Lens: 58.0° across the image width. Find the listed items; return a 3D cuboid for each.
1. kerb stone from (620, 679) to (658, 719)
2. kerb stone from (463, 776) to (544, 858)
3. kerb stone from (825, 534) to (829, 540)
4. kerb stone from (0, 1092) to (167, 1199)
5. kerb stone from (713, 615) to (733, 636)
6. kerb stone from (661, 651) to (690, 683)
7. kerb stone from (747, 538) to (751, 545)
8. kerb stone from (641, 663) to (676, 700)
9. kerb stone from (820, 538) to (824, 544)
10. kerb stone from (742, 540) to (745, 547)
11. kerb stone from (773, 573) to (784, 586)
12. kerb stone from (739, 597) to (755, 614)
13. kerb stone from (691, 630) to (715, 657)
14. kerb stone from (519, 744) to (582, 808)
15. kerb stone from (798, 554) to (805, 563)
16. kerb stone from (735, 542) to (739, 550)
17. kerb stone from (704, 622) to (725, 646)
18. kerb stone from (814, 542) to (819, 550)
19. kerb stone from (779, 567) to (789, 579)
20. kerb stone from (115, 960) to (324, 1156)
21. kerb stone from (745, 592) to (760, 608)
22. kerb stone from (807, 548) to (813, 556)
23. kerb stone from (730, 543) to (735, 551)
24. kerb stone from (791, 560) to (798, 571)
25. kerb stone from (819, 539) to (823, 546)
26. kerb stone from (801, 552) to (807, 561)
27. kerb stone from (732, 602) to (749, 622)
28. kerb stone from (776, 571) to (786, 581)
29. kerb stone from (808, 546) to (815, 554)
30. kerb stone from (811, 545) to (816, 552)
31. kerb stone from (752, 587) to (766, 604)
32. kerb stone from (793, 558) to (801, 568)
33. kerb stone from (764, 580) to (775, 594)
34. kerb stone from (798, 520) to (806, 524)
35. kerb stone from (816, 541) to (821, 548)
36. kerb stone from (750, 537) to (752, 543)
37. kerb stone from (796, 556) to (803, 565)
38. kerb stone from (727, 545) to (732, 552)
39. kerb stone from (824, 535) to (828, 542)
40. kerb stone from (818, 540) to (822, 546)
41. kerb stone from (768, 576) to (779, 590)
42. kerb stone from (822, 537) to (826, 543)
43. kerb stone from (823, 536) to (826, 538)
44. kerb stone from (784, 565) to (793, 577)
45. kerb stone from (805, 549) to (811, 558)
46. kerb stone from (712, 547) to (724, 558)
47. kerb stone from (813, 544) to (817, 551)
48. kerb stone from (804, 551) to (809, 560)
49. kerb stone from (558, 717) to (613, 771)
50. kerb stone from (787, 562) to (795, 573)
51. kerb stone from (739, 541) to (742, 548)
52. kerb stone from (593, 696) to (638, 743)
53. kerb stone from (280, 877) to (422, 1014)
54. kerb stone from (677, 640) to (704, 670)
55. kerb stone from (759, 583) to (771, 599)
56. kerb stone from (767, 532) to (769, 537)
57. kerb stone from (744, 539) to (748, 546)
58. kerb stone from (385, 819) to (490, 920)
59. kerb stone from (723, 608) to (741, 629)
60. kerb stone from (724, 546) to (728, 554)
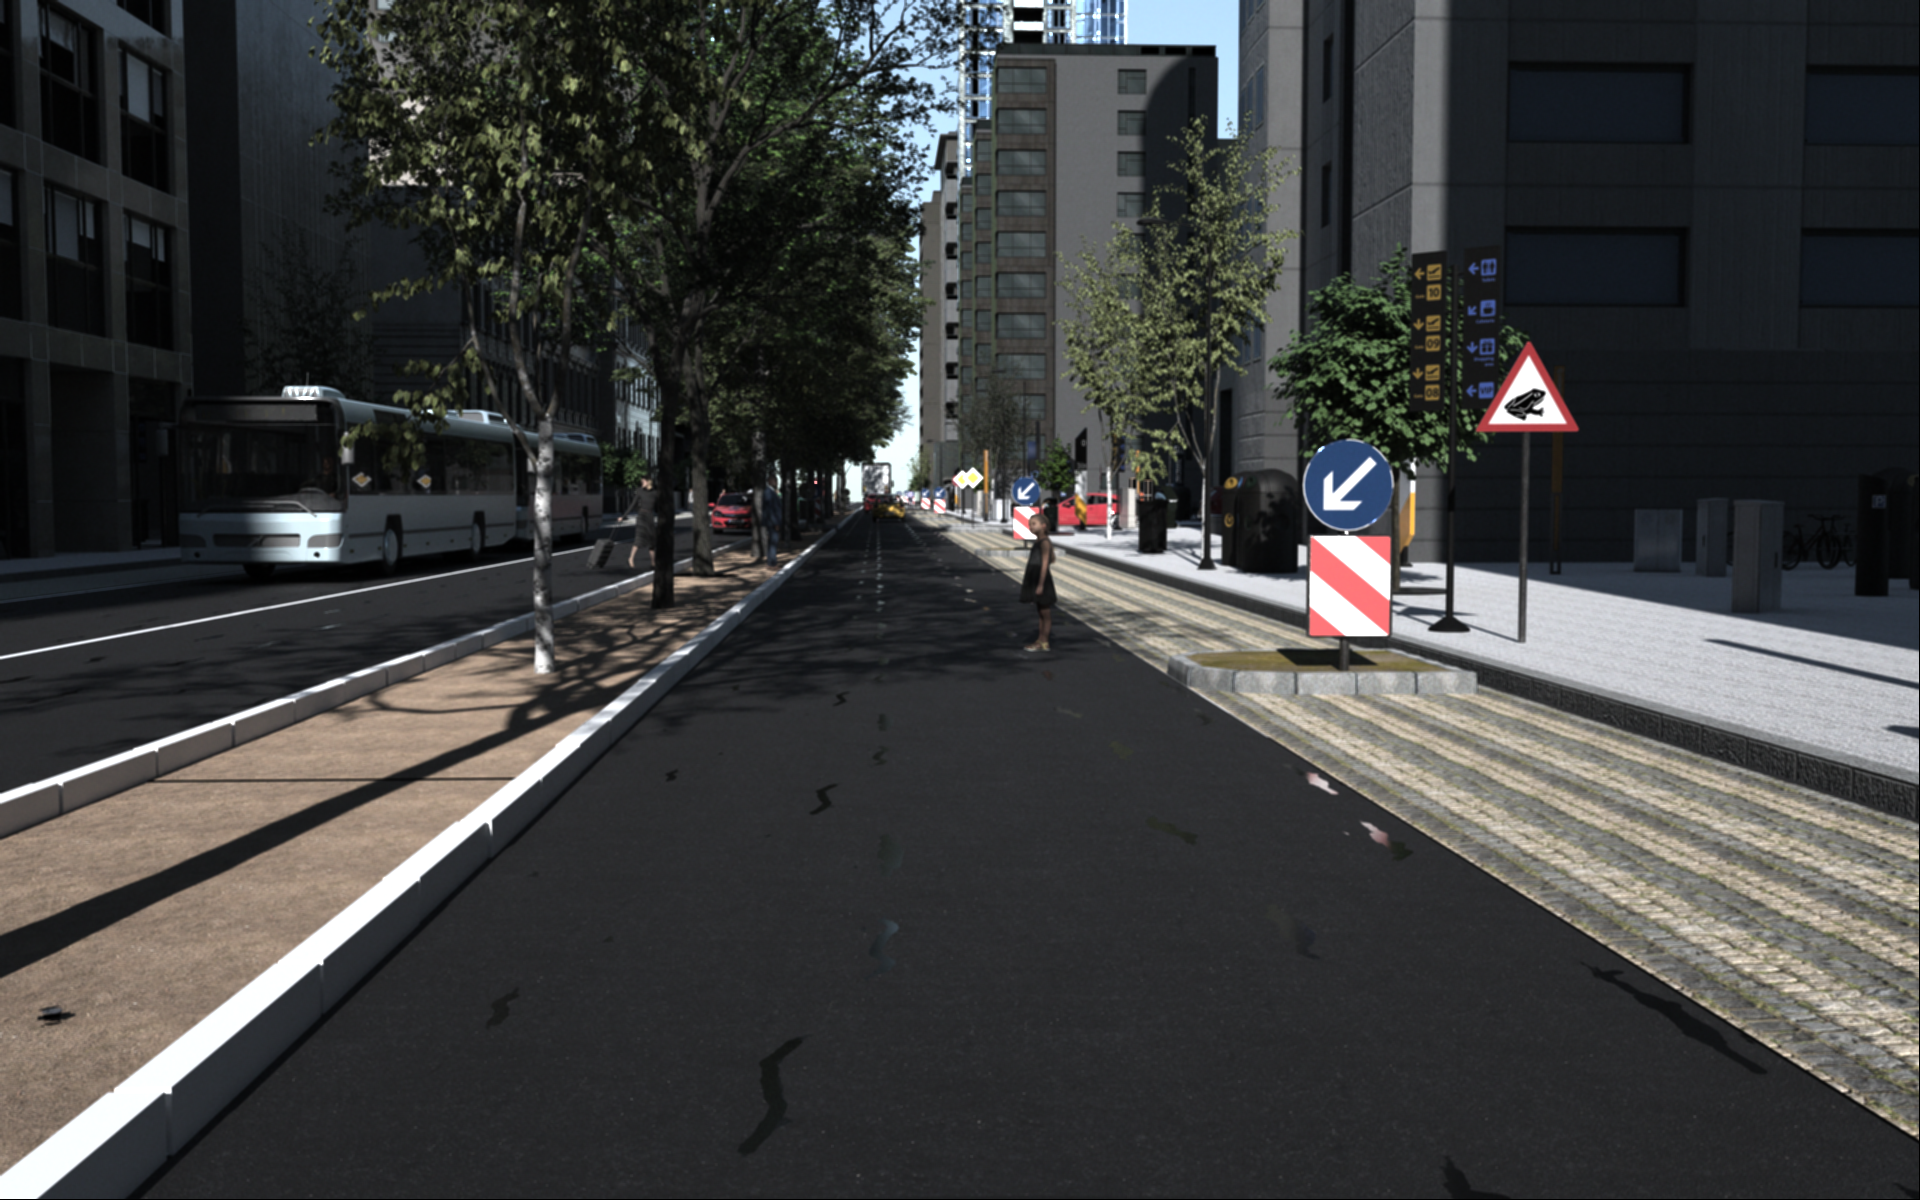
[{"bbox_3d":[-2.128,0.665,11.409,0.120,0.150,1.000,0,4,-3],"label":"kerb stone"},{"bbox_3d":[-1.926,0.910,7.311,0.120,0.150,1.000,0,4,-3],"label":"kerb stone"},{"bbox_3d":[-4.040,-1.784,51.360,0.120,0.150,1.000,0,4,-3],"label":"kerb stone"},{"bbox_3d":[-1.742,1.161,3.220,0.120,0.150,1.000,0,4,-3],"label":"kerb stone"},{"bbox_3d":[-2.426,0.285,17.541,0.120,0.150,1.000,0,4,-3],"label":"kerb stone"},{"bbox_3d":[-2.228,0.535,13.451,0.120,0.150,1.000,0,4,-3],"label":"kerb stone"},{"bbox_3d":[-5.989,-1.585,48.184,0.120,0.150,1.000,0,4,-3],"label":"kerb stone"},{"bbox_3d":[-2.179,0.597,12.430,0.120,0.150,1.000,0,4,-3],"label":"kerb stone"},{"bbox_3d":[-3.855,-1.531,47.267,0.120,0.150,1.000,0,4,-3],"label":"kerb stone"},{"bbox_3d":[-5.896,-1.465,46.141,0.120,0.150,1.000,0,4,-3],"label":"kerb stone"},{"bbox_3d":[-2.855,-0.280,26.773,0.120,0.150,1.000,0,4,-3],"label":"kerb stone"},{"bbox_3d":[-2.572,0.096,20.621,0.120,0.150,1.000,0,4,-3],"label":"kerb stone"},{"bbox_3d":[-2.324,0.410,15.493,0.120,0.150,1.000,0,4,-3],"label":"kerb stone"},{"bbox_3d":[-1.978,0.853,8.343,0.120,0.150,1.000,0,4,-3],"label":"kerb stone"},{"bbox_3d":[-3.256,-0.779,34.966,0.120,0.150,1.000,0,4,-3],"label":"kerb stone"},{"bbox_3d":[-5.800,-1.336,44.086,0.120,0.150,1.000,0,4,-3],"label":"kerb stone"},{"bbox_3d":[-2.374,0.347,16.517,0.120,0.150,1.000,0,4,-3],"label":"kerb stone"},{"bbox_3d":[-3.650,-1.283,43.167,0.120,0.150,1.000,0,4,-3],"label":"kerb stone"},{"bbox_3d":[-2.969,-0.406,28.832,0.120,0.150,1.000,0,4,-3],"label":"kerb stone"},{"bbox_3d":[-1.788,1.098,4.242,0.120,0.150,1.000,0,4,-3],"label":"kerb stone"},{"bbox_3d":[-2.623,0.034,21.644,0.120,0.150,1.000,0,4,-3],"label":"kerb stone"},{"bbox_3d":[-3.452,-1.028,39.063,0.120,0.150,1.000,0,4,-3],"label":"kerb stone"},{"bbox_3d":[-5.750,-1.276,43.065,0.120,0.150,1.000,0,4,-3],"label":"kerb stone"},{"bbox_3d":[-3.113,-0.593,31.896,0.120,0.150,1.000,0,4,-3],"label":"kerb stone"},{"bbox_3d":[-3.800,-1.471,46.246,0.120,0.150,1.000,0,4,-3],"label":"kerb stone"},{"bbox_3d":[-3.307,-0.844,35.991,0.120,0.150,1.000,0,4,-3],"label":"kerb stone"},{"bbox_3d":[-2.516,0.159,19.600,0.120,0.150,1.000,0,4,-3],"label":"kerb stone"},{"bbox_3d":[-2.914,-0.335,27.797,0.120,0.150,1.000,0,4,-3],"label":"kerb stone"},{"bbox_3d":[-3.500,-1.094,40.090,0.120,0.150,1.000,0,4,-3],"label":"kerb stone"},{"bbox_3d":[-3.550,-1.157,41.117,0.120,0.150,1.000,0,4,-3],"label":"kerb stone"},{"bbox_3d":[-2.668,-0.029,22.667,0.120,0.150,1.000,0,4,-3],"label":"kerb stone"},{"bbox_3d":[-3.162,-0.651,32.917,0.120,0.150,1.000,0,4,-3],"label":"kerb stone"},{"bbox_3d":[-2.761,-0.154,24.719,0.120,0.150,1.000,0,4,-3],"label":"kerb stone"},{"bbox_3d":[-7.783,-3.878,85.604,0.120,0.150,1.000,0,4,-3],"label":"kerb stone"},{"bbox_3d":[-3.698,-1.344,44.197,0.120,0.150,1.000,0,4,-3],"label":"kerb stone"},{"bbox_3d":[-6.044,-1.652,49.204,0.120,0.150,1.000,0,4,-3],"label":"kerb stone"},{"bbox_3d":[-3.206,-0.718,33.940,0.120,0.150,1.000,0,4,-3],"label":"kerb stone"},{"bbox_3d":[-5.701,-1.202,42.037,0.120,0.150,1.000,0,4,-3],"label":"kerb stone"},{"bbox_3d":[-3.998,-1.721,50.330,0.120,0.150,1.000,0,4,-3],"label":"kerb stone"},{"bbox_3d":[-3.744,-1.408,45.221,0.120,0.150,1.000,0,4,-3],"label":"kerb stone"},{"bbox_3d":[-2.814,-0.217,25.748,0.120,0.150,1.000,0,4,-3],"label":"kerb stone"},{"bbox_3d":[-3.890,-1.590,48.289,0.120,0.150,1.000,0,4,-3],"label":"kerb stone"},{"bbox_3d":[-3.950,-1.655,49.309,0.120,0.150,1.000,0,4,-3],"label":"kerb stone"},{"bbox_3d":[-3.008,-0.464,29.854,0.120,0.150,1.000,0,4,-3],"label":"kerb stone"},{"bbox_3d":[-3.401,-0.965,38.042,0.120,0.150,1.000,0,4,-3],"label":"kerb stone"},{"bbox_3d":[-5.601,-1.084,39.980,0.120,0.150,1.000,0,4,-3],"label":"kerb stone"},{"bbox_3d":[-3.608,-1.217,42.138,0.120,0.150,1.000,0,4,-3],"label":"kerb stone"},{"bbox_3d":[-3.360,-0.907,37.020,0.120,0.150,1.000,0,4,-3],"label":"kerb stone"},{"bbox_3d":[-2.031,0.786,9.367,0.120,0.150,1.000,0,4,-3],"label":"kerb stone"},{"bbox_3d":[-3.066,-0.531,30.874,0.120,0.150,1.000,0,4,-3],"label":"kerb stone"},{"bbox_3d":[-5.847,-1.399,45.120,0.120,0.150,1.000,0,4,-3],"label":"kerb stone"},{"bbox_3d":[-2.077,0.725,10.388,0.120,0.150,1.000,0,4,-3],"label":"kerb stone"},{"bbox_3d":[-1.836,1.036,5.263,0.120,0.150,1.000,0,4,-3],"label":"kerb stone"},{"bbox_3d":[-2.275,0.472,14.472,0.120,0.150,1.000,0,4,-3],"label":"kerb stone"},{"bbox_3d":[-2.710,-0.091,23.691,0.120,0.150,1.000,0,4,-3],"label":"kerb stone"},{"bbox_3d":[-6.578,-2.341,60.478,0.120,0.150,1.000,0,4,-3],"label":"kerb stone"},{"bbox_3d":[-5.943,-1.527,47.162,0.120,0.150,1.000,0,4,-3],"label":"kerb stone"},{"bbox_3d":[-1.890,0.973,6.289,0.120,0.150,1.000,0,4,-3],"label":"kerb stone"},{"bbox_3d":[-2.476,0.225,18.572,0.120,0.150,1.000,0,4,-3],"label":"kerb stone"},{"bbox_3d":[-5.654,-1.150,41.006,0.120,0.150,1.000,0,4,-3],"label":"kerb stone"}]
